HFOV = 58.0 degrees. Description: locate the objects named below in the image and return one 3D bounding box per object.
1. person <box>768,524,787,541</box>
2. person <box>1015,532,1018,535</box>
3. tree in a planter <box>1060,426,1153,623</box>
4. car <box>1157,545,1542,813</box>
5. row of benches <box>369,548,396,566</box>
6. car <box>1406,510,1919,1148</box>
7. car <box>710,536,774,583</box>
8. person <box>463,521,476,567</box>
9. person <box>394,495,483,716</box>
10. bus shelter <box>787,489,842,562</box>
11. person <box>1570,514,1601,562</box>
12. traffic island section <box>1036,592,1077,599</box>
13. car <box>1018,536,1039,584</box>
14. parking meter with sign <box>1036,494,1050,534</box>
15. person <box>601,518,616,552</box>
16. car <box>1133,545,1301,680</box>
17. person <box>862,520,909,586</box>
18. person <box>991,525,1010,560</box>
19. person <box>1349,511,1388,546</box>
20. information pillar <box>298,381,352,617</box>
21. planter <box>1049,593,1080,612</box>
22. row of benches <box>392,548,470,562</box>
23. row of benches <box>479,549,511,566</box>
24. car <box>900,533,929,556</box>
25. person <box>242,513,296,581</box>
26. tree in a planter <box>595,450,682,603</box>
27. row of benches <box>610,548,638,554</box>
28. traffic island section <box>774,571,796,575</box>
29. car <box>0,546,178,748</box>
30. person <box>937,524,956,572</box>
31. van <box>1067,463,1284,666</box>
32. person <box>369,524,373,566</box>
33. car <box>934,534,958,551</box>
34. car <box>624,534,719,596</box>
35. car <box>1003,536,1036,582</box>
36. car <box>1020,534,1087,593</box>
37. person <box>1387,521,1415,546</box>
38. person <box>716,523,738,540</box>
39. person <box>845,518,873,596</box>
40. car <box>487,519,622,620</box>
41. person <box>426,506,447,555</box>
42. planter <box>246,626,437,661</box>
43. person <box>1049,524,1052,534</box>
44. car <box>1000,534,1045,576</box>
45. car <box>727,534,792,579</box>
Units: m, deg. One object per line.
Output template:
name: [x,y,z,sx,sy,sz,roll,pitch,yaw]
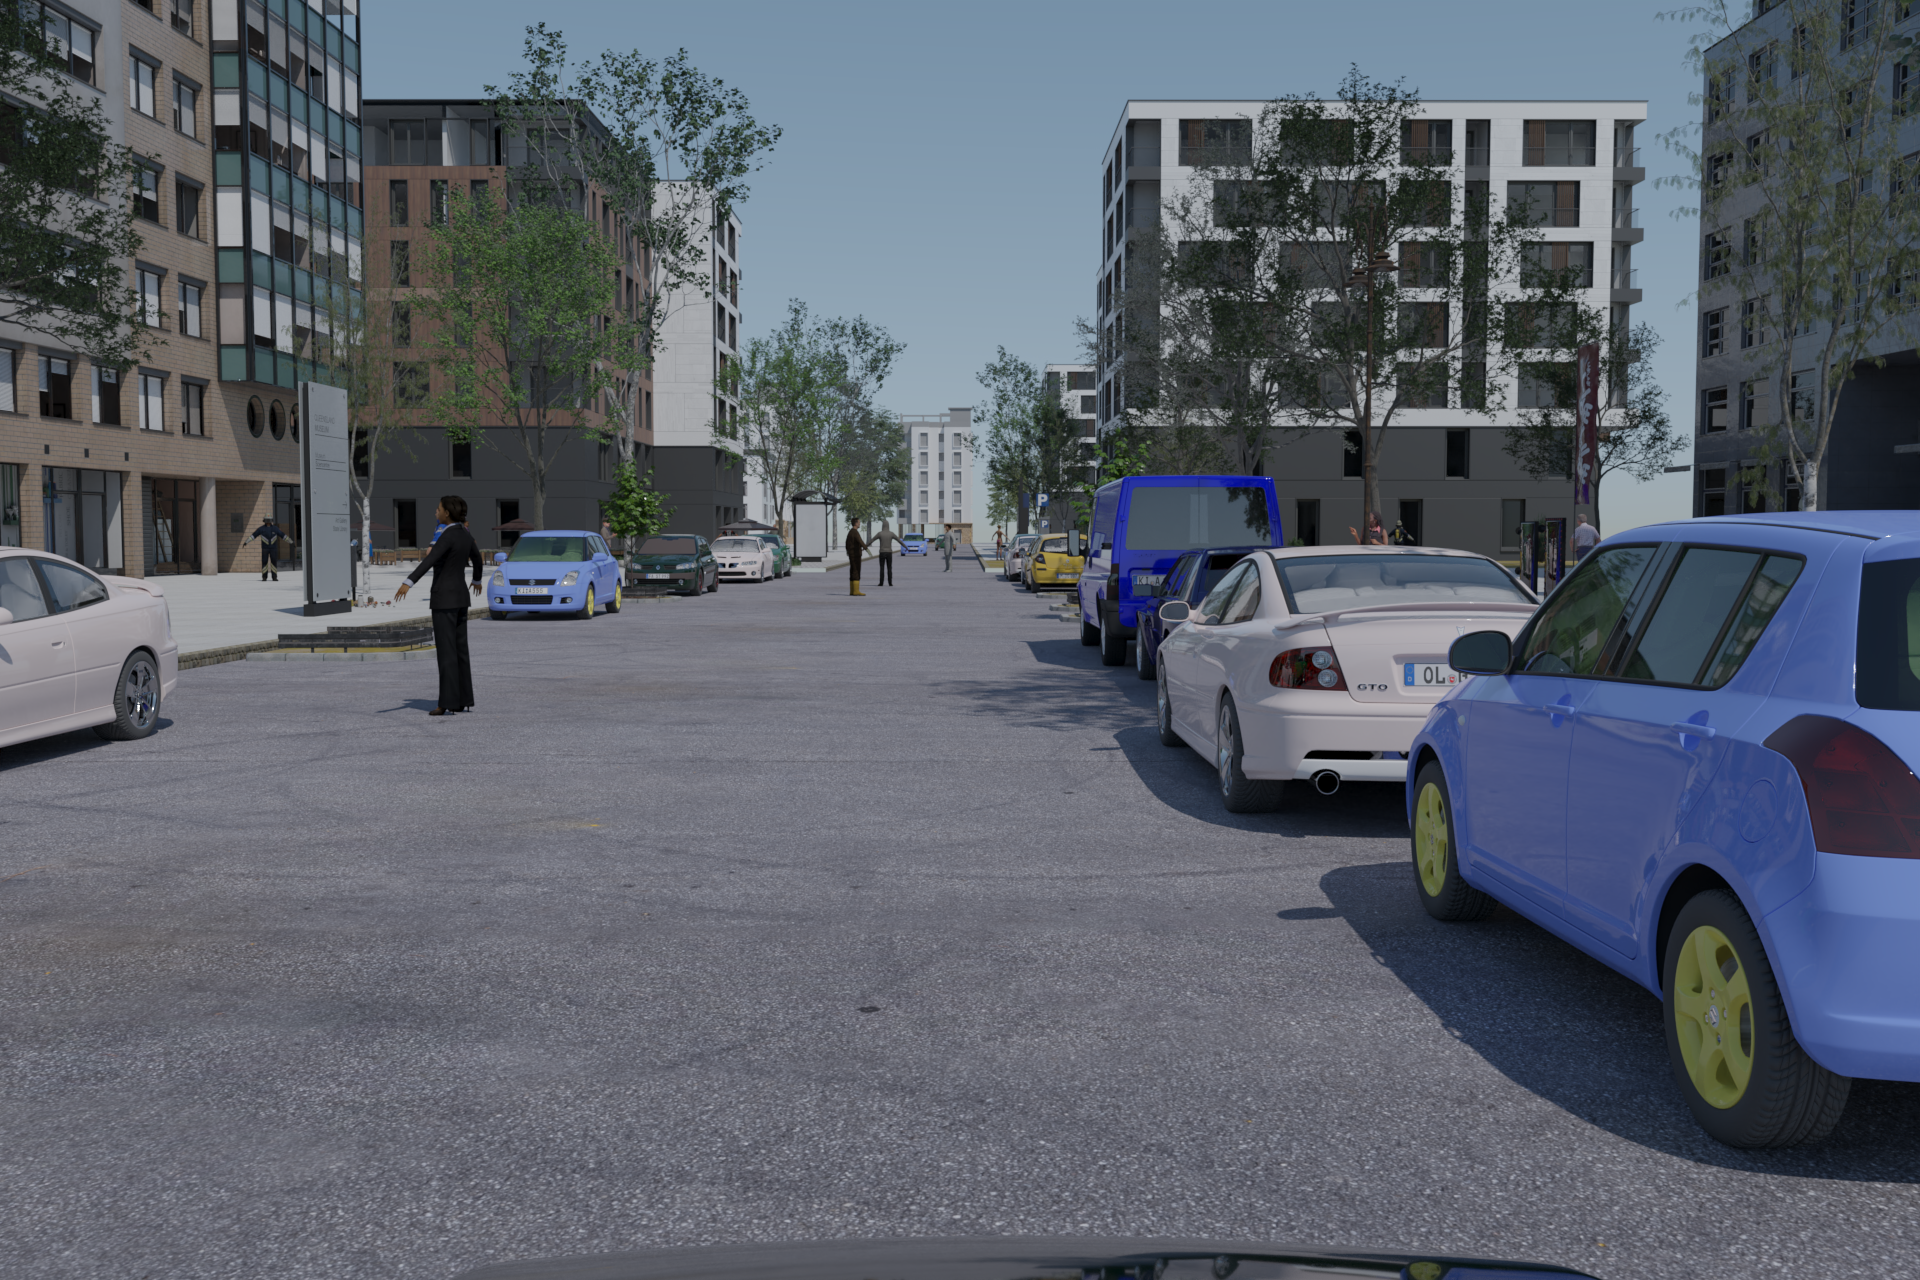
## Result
person: [-9.648,-5.128,90.120,1.348,1.796,0.705,0,4,4]
person: [3.652,-5.806,100.701,1.354,1.858,0.705,-2,4,-30]
tree in a planter: [2.664,-1.919,28.595,1.991,3.239,1.994,0,4,1]
car: [2.284,0.128,10.272,2.083,1.381,4.827,0,3,0]
row of benches: [-24.069,-3.463,72.076,1.422,0.672,4.104,-2,4,-26]
car: [2.585,0.260,5.347,1.945,1.707,3.694,0,4,-1]
car: [-6.658,-2.418,51.899,2.083,1.381,4.827,0,3,0]
person: [-19.041,-3.711,66.895,0.704,1.802,1.346,0,4,7]
person: [-4.115,-0.281,13.779,0.721,1.740,1.216,1,4,14]
bus shelter: [-6.792,-5.351,81.413,2.014,3.302,5.546,0,4,1]
person: [13.483,-1.865,37.481,0.756,1.711,0.436,0,4,-7]
traffic island section: [2.729,-0.994,39.120,1.991,0.108,1.994,0,4,0]
car: [2.649,-2.201,47.995,2.014,1.417,4.499,0,4,-1]
parking meter with sign: [3.565,-4.750,73.926,0.543,3.016,1.738,0,4,-1]
person: [-10.478,-2.777,51.970,0.750,1.759,0.617,1,4,17]
car: [2.605,-0.201,15.866,1.945,1.354,3.894,0,4,0]
person: [-2.041,-2.378,47.467,1.348,1.813,0.705,-1,4,-9]
person: [1.994,-4.803,85.336,1.217,1.733,0.721,3,5,43]
person: [6.472,-1.218,27.430,0.593,1.643,0.415,-1,4,-17]
information pillar: [-10.078,-2.215,27.528,0.184,3.620,1.656,0,4,0]
planter: [2.703,-0.709,32.734,1.991,0.319,1.994,0,4,-1]
row of benches: [-24.458,-3.944,79.947,1.422,0.672,4.104,2,4,33]
row of benches: [-19.056,-3.391,70.909,1.422,0.672,4.104,-2,4,-28]
car: [-2.987,-6.310,112.754,1.945,1.707,3.694,0,3,0]
person: [-18.720,-2.511,46.925,1.351,1.845,0.704,-2,4,-27]
tree in a planter: [-6.986,-2.418,36.763,1.991,3.239,1.994,0,4,1]
row of benches: [-15.684,-3.799,77.572,1.422,0.672,4.104,2,4,29]
traffic island section: [-6.873,-2.382,61.806,1.991,0.108,1.994,0,4,0]
car: [-6.624,0.098,10.752,2.083,1.381,4.827,0,3,0]
person: [-0.464,-3.461,65.238,0.705,1.806,1.347,-2,4,-30]
van: [2.479,-0.983,20.453,2.240,2.365,5.245,0,4,-1]
person: [-23.551,-3.835,68.830,0.704,1.817,1.347,-2,4,-23]
car: [-1.221,-8.379,148.793,2.131,1.459,4.920,0,3,0]
car: [-6.824,-1.922,41.204,2.009,1.686,4.222,0,4,0]
car: [2.380,-2.514,53.470,2.083,1.381,4.827,0,4,0]
car: [2.535,-2.019,43.227,2.015,1.641,3.980,0,4,-1]
person: [18.810,-4.187,74.231,1.354,1.856,0.705,2,4,31]
person: [-11.593,-4.926,86.691,1.345,1.843,0.704,-1,4,-19]
person: [-2.397,-1.930,40.147,0.704,1.812,1.346,-2,4,-27]
car: [-7.009,-1.254,30.091,1.945,1.707,3.694,0,4,0]
person: [-9.896,-1.656,33.056,0.704,1.831,1.345,0,4,-3]
planter: [-7.055,0.041,20.470,1.991,0.319,1.994,0,4,0]
person: [4.723,-5.208,91.344,0.705,1.806,1.347,1,4,16]
car: [2.443,-2.852,58.431,2.131,1.459,4.920,0,4,-1]
car: [-6.592,-2.763,56.974,2.131,1.459,4.920,0,3,0]
